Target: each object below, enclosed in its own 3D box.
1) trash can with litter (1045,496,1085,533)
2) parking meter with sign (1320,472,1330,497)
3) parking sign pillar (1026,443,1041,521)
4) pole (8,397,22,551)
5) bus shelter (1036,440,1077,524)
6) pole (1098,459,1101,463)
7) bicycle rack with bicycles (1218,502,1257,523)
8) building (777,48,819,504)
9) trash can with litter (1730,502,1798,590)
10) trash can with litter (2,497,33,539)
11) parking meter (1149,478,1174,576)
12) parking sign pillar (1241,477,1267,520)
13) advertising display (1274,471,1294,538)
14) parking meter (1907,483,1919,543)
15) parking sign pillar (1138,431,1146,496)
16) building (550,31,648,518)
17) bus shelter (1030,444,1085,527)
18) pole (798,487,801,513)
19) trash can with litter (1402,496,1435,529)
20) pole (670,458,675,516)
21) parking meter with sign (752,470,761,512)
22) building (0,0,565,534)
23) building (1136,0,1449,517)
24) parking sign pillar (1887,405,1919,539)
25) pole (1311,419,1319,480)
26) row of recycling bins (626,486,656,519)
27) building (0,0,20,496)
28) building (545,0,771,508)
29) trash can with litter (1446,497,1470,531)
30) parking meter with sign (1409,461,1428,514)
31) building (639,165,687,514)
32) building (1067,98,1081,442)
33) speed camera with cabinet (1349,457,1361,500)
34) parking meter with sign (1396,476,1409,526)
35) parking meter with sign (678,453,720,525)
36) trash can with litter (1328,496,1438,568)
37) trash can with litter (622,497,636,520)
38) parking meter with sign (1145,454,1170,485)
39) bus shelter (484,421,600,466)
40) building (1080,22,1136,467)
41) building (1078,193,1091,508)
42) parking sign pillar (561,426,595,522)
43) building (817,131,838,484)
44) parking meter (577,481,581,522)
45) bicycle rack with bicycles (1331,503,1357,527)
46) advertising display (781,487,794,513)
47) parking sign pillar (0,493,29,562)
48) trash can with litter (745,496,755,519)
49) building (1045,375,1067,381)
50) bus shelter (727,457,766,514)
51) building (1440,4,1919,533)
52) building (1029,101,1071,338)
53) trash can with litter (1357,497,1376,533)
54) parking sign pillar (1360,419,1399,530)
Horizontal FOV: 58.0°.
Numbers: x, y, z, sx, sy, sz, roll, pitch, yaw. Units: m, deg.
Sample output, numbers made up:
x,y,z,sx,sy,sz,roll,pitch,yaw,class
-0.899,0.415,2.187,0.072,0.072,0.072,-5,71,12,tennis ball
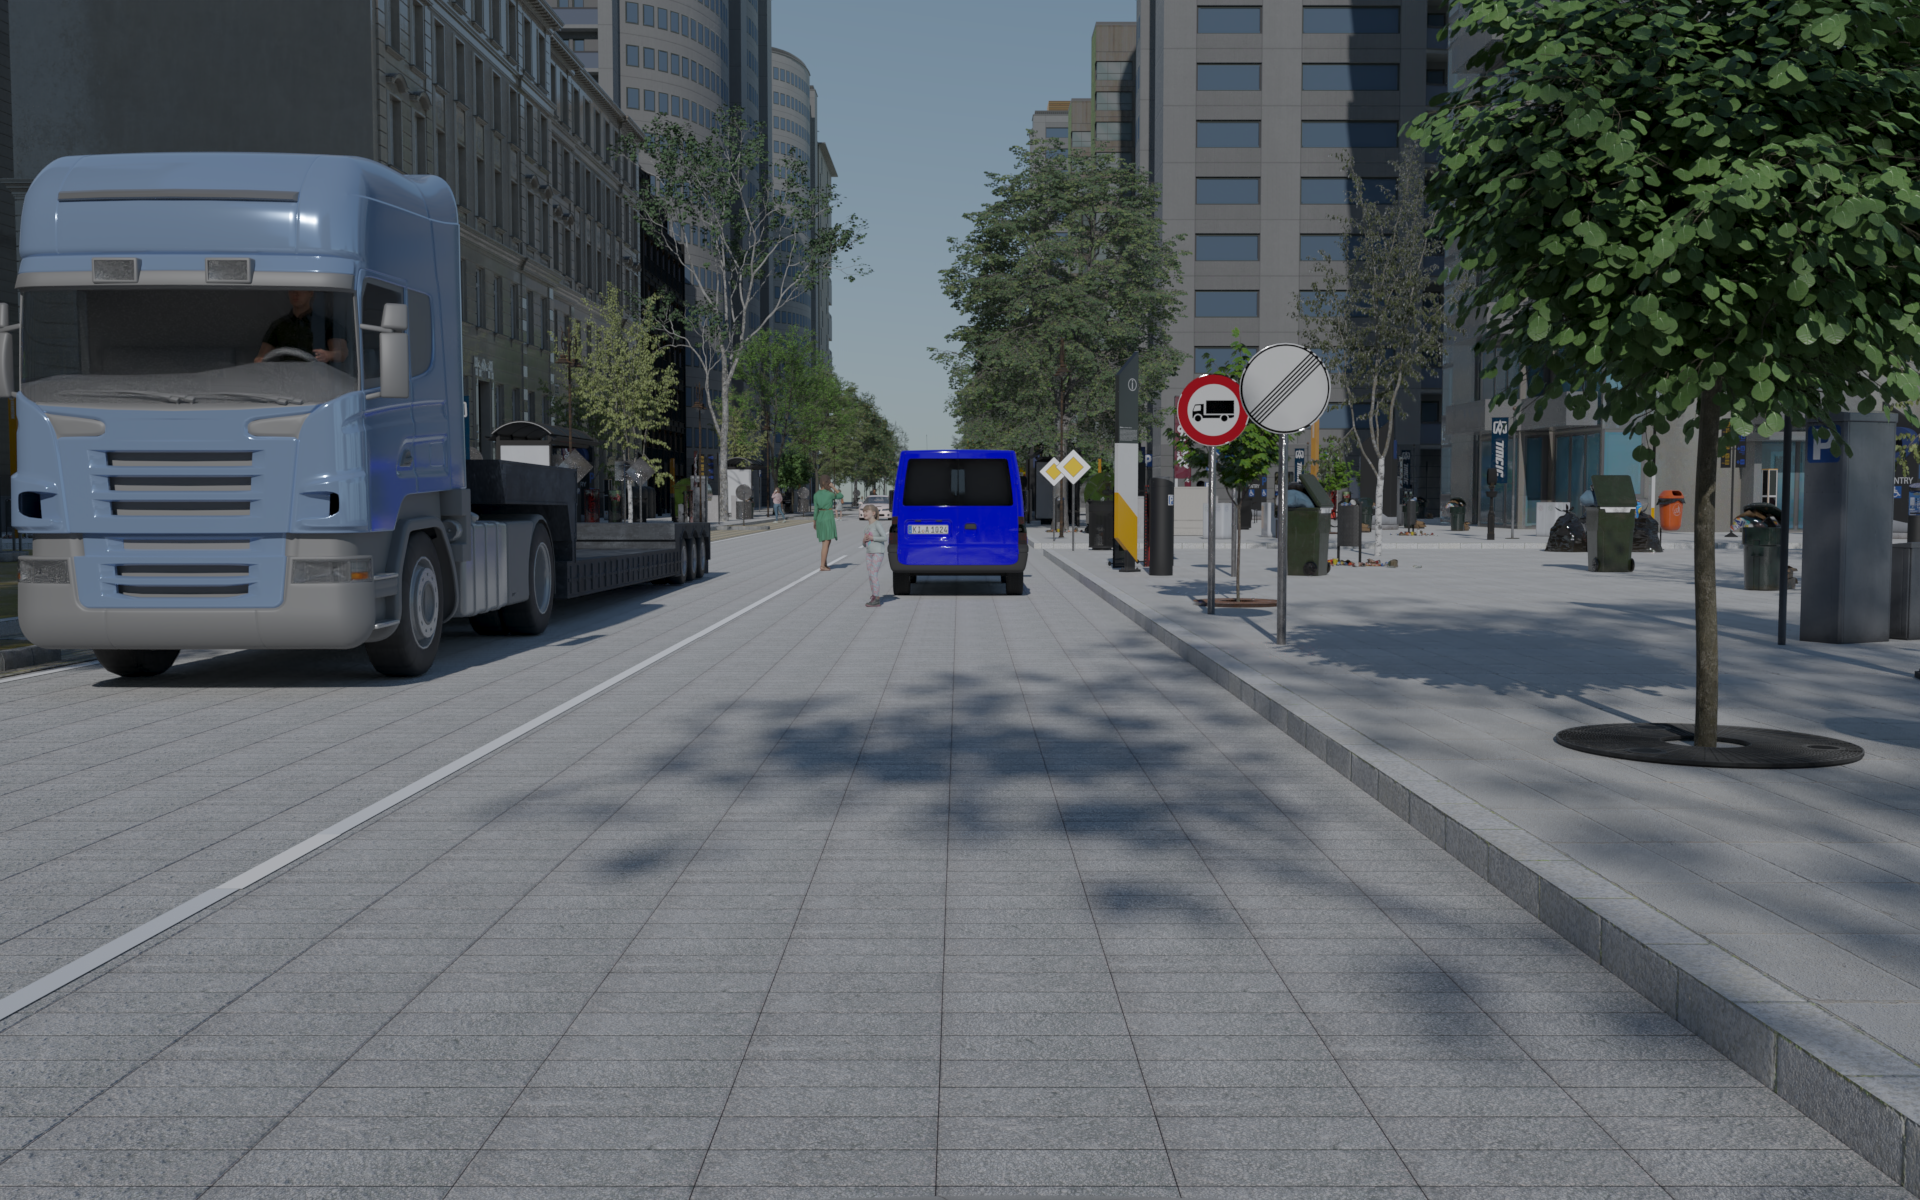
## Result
x,y,z,sx,sy,sz,roll,pitch,yaw,class
3.644,-2.889,58.295,1.678,1.210,2.233,2,4,34,trash can with litter
14.709,-4.615,71.712,0.543,3.016,1.738,-2,4,-30,parking meter with sign
3.483,-5.815,83.550,1.447,3.967,1.447,0,4,-7,parking sign pillar
-19.153,-2.524,35.105,0.158,3.312,0.155,0,3,0,pole
4.293,-5.249,77.102,1.731,3.624,6.357,0,3,0,bus shelter
7.919,-6.382,98.184,0.158,3.312,0.155,0,3,0,pole
12.052,-3.869,76.640,2.852,0.926,2.925,1,4,14,bicycle rack with bicycles
-30.196,-41.876,226.674,21.231,58.520,28.212,0,3,0,building
10.837,-0.727,23.271,0.624,1.170,1.055,3,5,45,trash can with litter
-27.642,-2.372,49.835,1.678,1.210,2.233,3,5,41,trash can with litter
3.171,-1.153,27.270,0.372,1.533,0.369,0,3,0,parking meter
14.604,-5.963,85.963,1.447,3.967,1.447,-3,5,-40,parking sign pillar
9.292,-2.721,49.705,0.123,1.923,0.974,-1,4,-17,advertising display
20.956,-1.804,37.910,0.372,1.533,0.369,0,3,0,parking meter
7.023,-5.051,71.064,1.447,3.967,1.447,-3,4,-38,parking sign pillar
-24.755,-18.012,91.753,12.463,27.353,25.104,0,3,0,building
3.925,-4.663,70.162,2.014,3.302,5.546,0,3,0,bus shelter
-11.158,-7.740,120.384,0.158,3.312,0.155,0,3,0,pole
16.939,-3.243,64.407,0.624,1.170,1.055,-2,4,-27,trash can with litter
-16.828,-6.559,101.078,0.158,3.312,0.155,0,3,0,pole
-14.801,-7.635,121.098,1.738,3.016,0.543,1,4,12,parking meter with sign
-24.019,-16.459,66.373,12.463,27.353,25.104,0,3,0,building
21.345,-34.494,105.980,21.231,58.520,28.212,0,3,0,building
27.048,-3.752,49.819,1.447,3.967,1.447,-2,4,-30,parking sign pillar
9.595,-3.244,46.875,0.158,3.312,0.155,0,3,0,pole
-16.742,-5.132,91.013,1.069,1.692,3.534,0,4,5,row of recycling bins
-47.801,-17.230,59.211,29.804,29.767,11.434,0,3,0,building
-29.723,-38.038,163.927,21.231,58.520,28.212,0,3,0,building
17.334,-2.986,60.205,0.624,1.170,1.055,2,4,35,trash can with litter
23.928,-5.856,92.004,1.738,3.016,0.543,1,4,15,parking meter with sign
-25.229,-17.299,112.520,12.332,23.373,15.834,0,3,0,building
18.235,-30.504,182.334,14.154,41.232,14.086,0,3,0,building
21.487,-5.984,92.166,0.660,3.252,2.038,3,5,43,speed camera with cabinet
17.122,-4.418,68.488,0.543,3.016,1.738,2,4,31,parking meter with sign
-10.966,-4.682,72.810,1.738,3.016,0.543,0,4,-1,parking meter with sign
7.139,-1.202,30.716,1.678,1.210,2.233,-3,4,-36,trash can with litter
-16.713,-4.626,87.028,1.055,1.170,0.624,-1,4,-15,trash can with litter
8.710,-4.828,75.199,0.543,3.016,1.738,-3,4,-39,parking meter with sign
-12.073,-3.459,50.478,2.014,3.302,5.546,0,4,0,bus shelter
18.480,-28.777,154.100,14.154,41.232,14.086,0,3,0,building
18.367,-24.269,168.498,14.160,30.474,14.107,0,3,0,building
-15.065,-4.877,68.212,1.447,3.967,1.447,1,4,19,parking sign pillar
-32.990,-40.698,254.651,28.713,52.752,27.495,0,3,0,building
-14.717,-3.710,66.366,0.255,1.863,0.399,1,4,18,parking meter
15.152,-3.283,67.061,2.925,0.926,2.852,3,5,43,bicycle rack with bicycles
-11.727,-6.879,117.681,0.974,1.923,0.123,-2,4,-33,advertising display
-18.561,-2.717,32.891,1.447,3.967,1.447,-2,4,-35,parking sign pillar
-11.141,-4.798,89.839,1.055,1.170,0.624,3,4,38,trash can with litter
25.601,-24.024,237.836,27.650,21.520,28.899,0,3,0,building
-12.176,-6.330,97.420,2.014,3.302,5.546,0,4,0,bus shelter
34.216,-27.311,66.146,30.456,49.044,23.786,0,3,0,building
21.132,-44.289,266.115,21.231,58.520,28.212,0,3,0,building
13.572,-2.837,57.778,0.624,1.170,1.055,1,4,11,trash can with litter
15.122,-4.530,62.538,1.447,3.967,1.447,-3,5,-44,parking sign pillar
